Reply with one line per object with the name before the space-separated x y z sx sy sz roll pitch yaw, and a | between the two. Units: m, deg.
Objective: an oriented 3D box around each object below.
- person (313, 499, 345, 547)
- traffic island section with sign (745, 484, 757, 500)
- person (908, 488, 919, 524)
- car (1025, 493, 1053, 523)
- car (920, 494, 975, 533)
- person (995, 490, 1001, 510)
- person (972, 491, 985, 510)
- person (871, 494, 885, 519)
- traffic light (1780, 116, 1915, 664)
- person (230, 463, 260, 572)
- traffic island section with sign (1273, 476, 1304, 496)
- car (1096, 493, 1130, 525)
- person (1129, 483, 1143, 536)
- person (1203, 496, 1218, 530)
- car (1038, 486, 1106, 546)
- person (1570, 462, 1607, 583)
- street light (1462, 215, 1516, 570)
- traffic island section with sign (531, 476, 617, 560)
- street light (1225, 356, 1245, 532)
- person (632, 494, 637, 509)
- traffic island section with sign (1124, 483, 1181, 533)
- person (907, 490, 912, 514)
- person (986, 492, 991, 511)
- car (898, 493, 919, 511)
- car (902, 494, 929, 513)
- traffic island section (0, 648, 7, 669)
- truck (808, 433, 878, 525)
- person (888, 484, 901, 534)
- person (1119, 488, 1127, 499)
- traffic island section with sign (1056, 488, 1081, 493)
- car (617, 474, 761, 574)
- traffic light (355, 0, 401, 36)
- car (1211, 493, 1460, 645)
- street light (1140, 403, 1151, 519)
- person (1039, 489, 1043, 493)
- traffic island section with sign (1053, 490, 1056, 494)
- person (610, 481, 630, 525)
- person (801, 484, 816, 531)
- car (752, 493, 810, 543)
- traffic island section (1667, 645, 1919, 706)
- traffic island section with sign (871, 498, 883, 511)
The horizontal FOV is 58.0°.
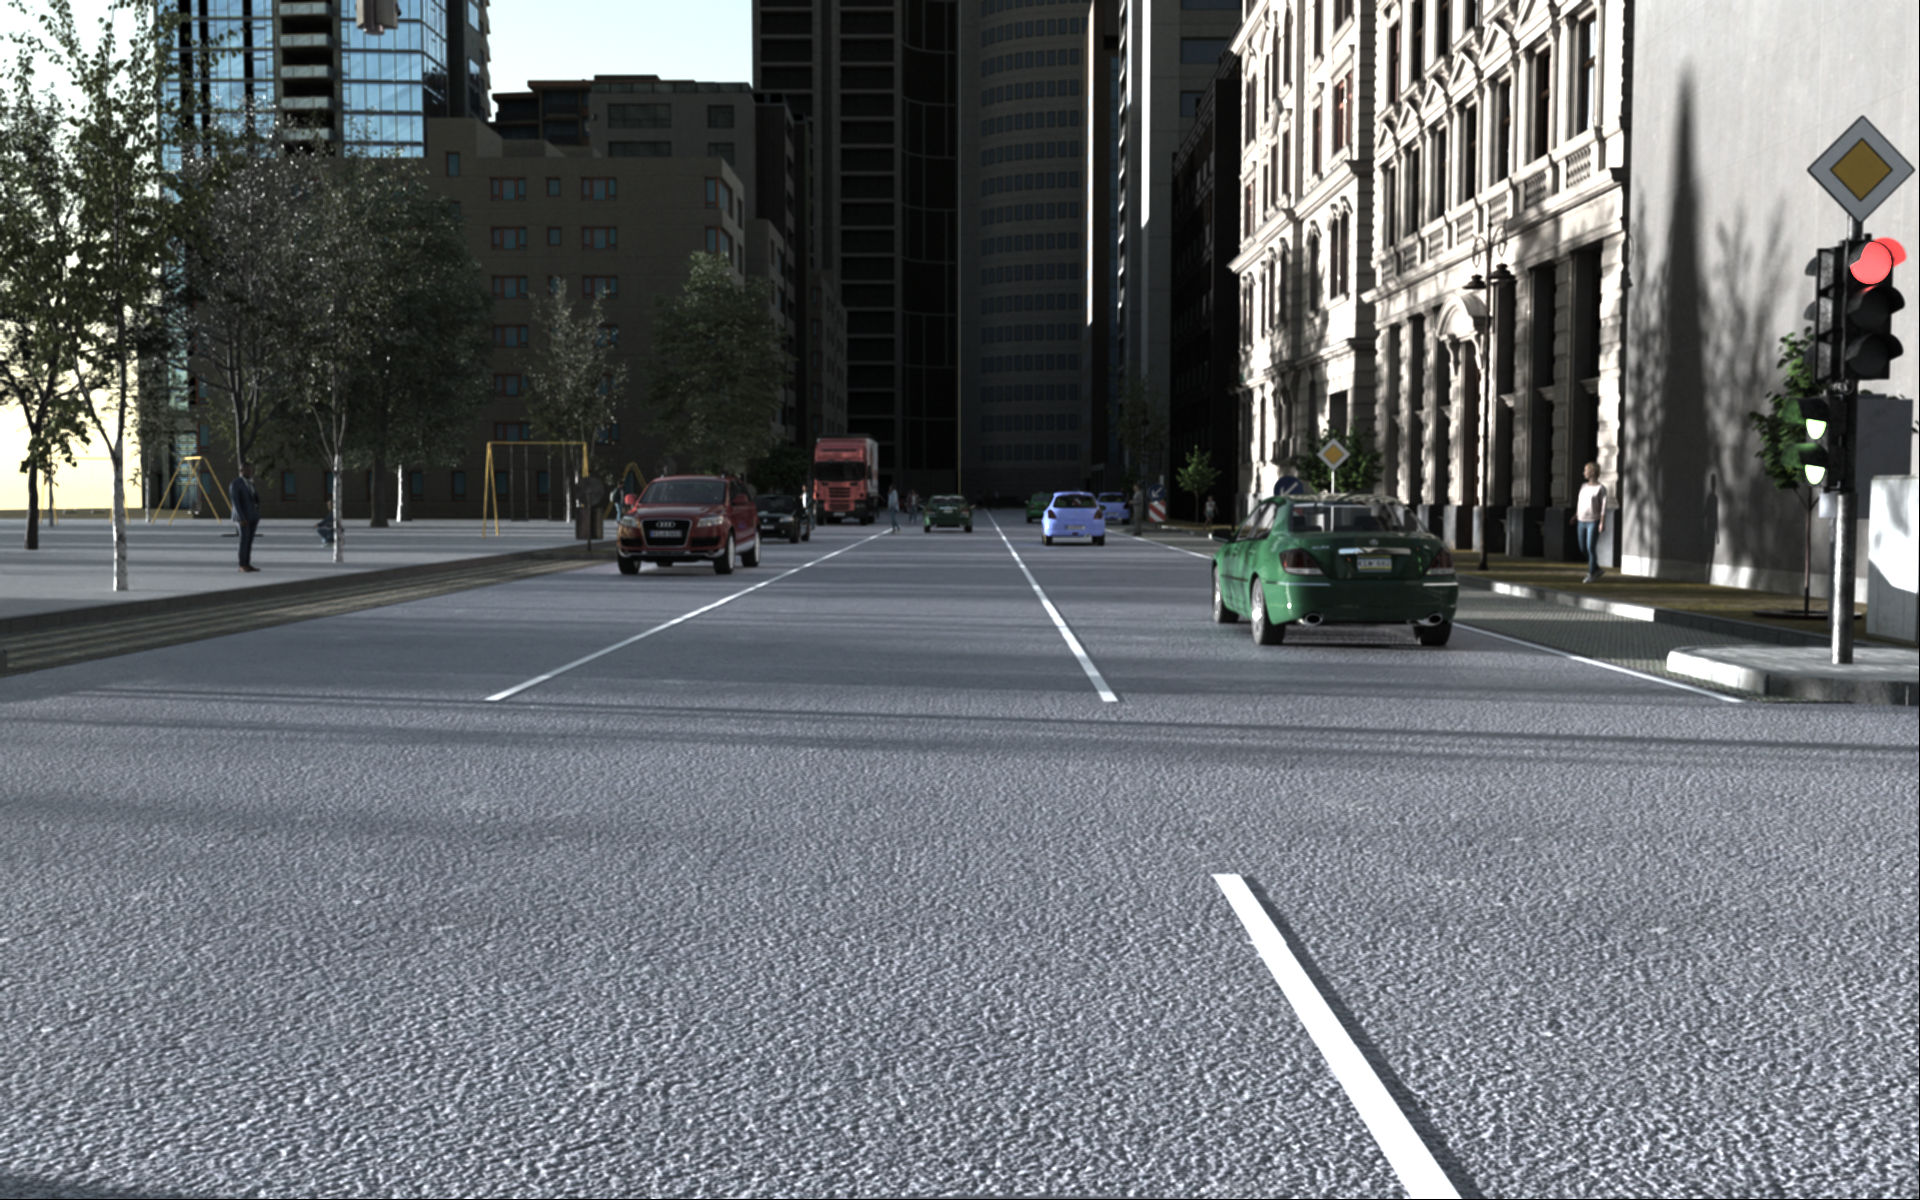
person | -15.407 -1.872 42.156 0.738 1.151 1.012 0 4 5
traffic island section with sign | -8.027 -3.486 65.622 1.989 1.847 2.006 0 4 1
person | -2.223 -4.510 83.077 0.563 1.720 0.643 0 4 -1
car | 4.215 -4.747 86.417 1.959 1.807 4.718 0 4 1
car | -0.469 -3.290 65.591 2.131 1.459 4.920 0 4 -1
person | 3.557 -9.255 159.679 0.599 1.838 0.709 3 5 40
person | 1.655 -8.701 151.553 1.217 1.735 0.721 -2 4 -24
person | -4.916 -5.587 100.549 1.217 1.736 0.721 1 4 14
traffic light | 6.682 -1.476 13.047 0.839 4.253 0.868 0 4 1
person | -11.857 -1.376 28.729 0.419 1.800 0.721 0 4 1
traffic island section with sign | 6.943 -1.789 37.885 1.989 1.847 2.006 0 4 1
car | 7.078 -4.399 81.517 1.945 1.707 3.694 0 4 2
person | 6.019 -3.118 59.673 0.583 1.804 0.606 -1 4 -18
person | 8.954 -3.105 61.831 0.505 1.210 0.382 0 4 -3
car | 3.202 -2.426 49.257 1.945 1.707 3.694 0 4 1
person | 9.164 -1.127 25.145 0.598 1.740 0.731 -2 4 -35
street light | 8.837 -3.442 29.069 0.468 5.910 1.993 0 4 1
traffic island section with sign | -8.268 -1.817 38.333 1.989 1.847 2.006 0 4 1
street light | 9.207 -5.223 58.192 0.468 5.910 1.993 0 4 1
person | -13.099 -3.632 69.695 0.640 1.303 0.475 -1 4 -14
traffic island section with sign | 7.185 -3.438 64.839 1.989 1.847 2.006 0 4 1
person | -3.660 -7.165 126.323 0.551 1.740 0.621 2 4 34
person | 2.446 -8.507 149.052 0.593 1.643 0.415 3 4 37
car | -4.342 -8.331 145.253 2.155 1.783 4.494 0 3 0
car | -3.450 -7.530 134.912 2.131 1.459 4.920 0 4 0
traffic island section | -8.818 0.549 13.302 2.009 0.180 2.903 0 4 1
truck | -5.391 -5.718 82.398 2.839 4.237 11.283 0 3 0
person | -2.366 -3.274 62.290 0.793 1.790 0.793 -3 5 -44
person | 9.591 -5.834 102.342 0.541 1.710 0.530 2 4 32
traffic island section with sign | 7.641 -6.544 115.627 1.989 1.847 2.006 0 4 1
car | -5.041 -1.471 32.722 2.281 1.827 5.304 0 4 2
traffic light | -6.686 -2.356 13.184 4.771 5.953 1.251 0 4 1
car | 3.740 -0.371 17.863 2.131 1.459 4.920 0 4 1
street light | 9.373 -7.036 87.821 0.468 5.910 1.993 0 4 1
person | 6.673 -8.097 140.748 0.709 1.838 0.599 2 4 27
traffic island section with sign | 7.871 -8.194 142.604 1.989 1.847 2.006 0 4 1
person | -13.884 -3.970 70.931 0.713 1.824 0.794 3 5 39
person | -5.963 -3.605 67.434 0.713 1.824 0.794 -1 4 -20
car | -5.514 -2.559 51.620 2.009 1.686 4.222 0 4 2
traffic island section | 6.722 0.558 13.160 2.009 0.180 2.903 0 4 1
traffic island section with sign | -7.351 -8.229 143.178 1.989 1.847 2.006 0 4 1
